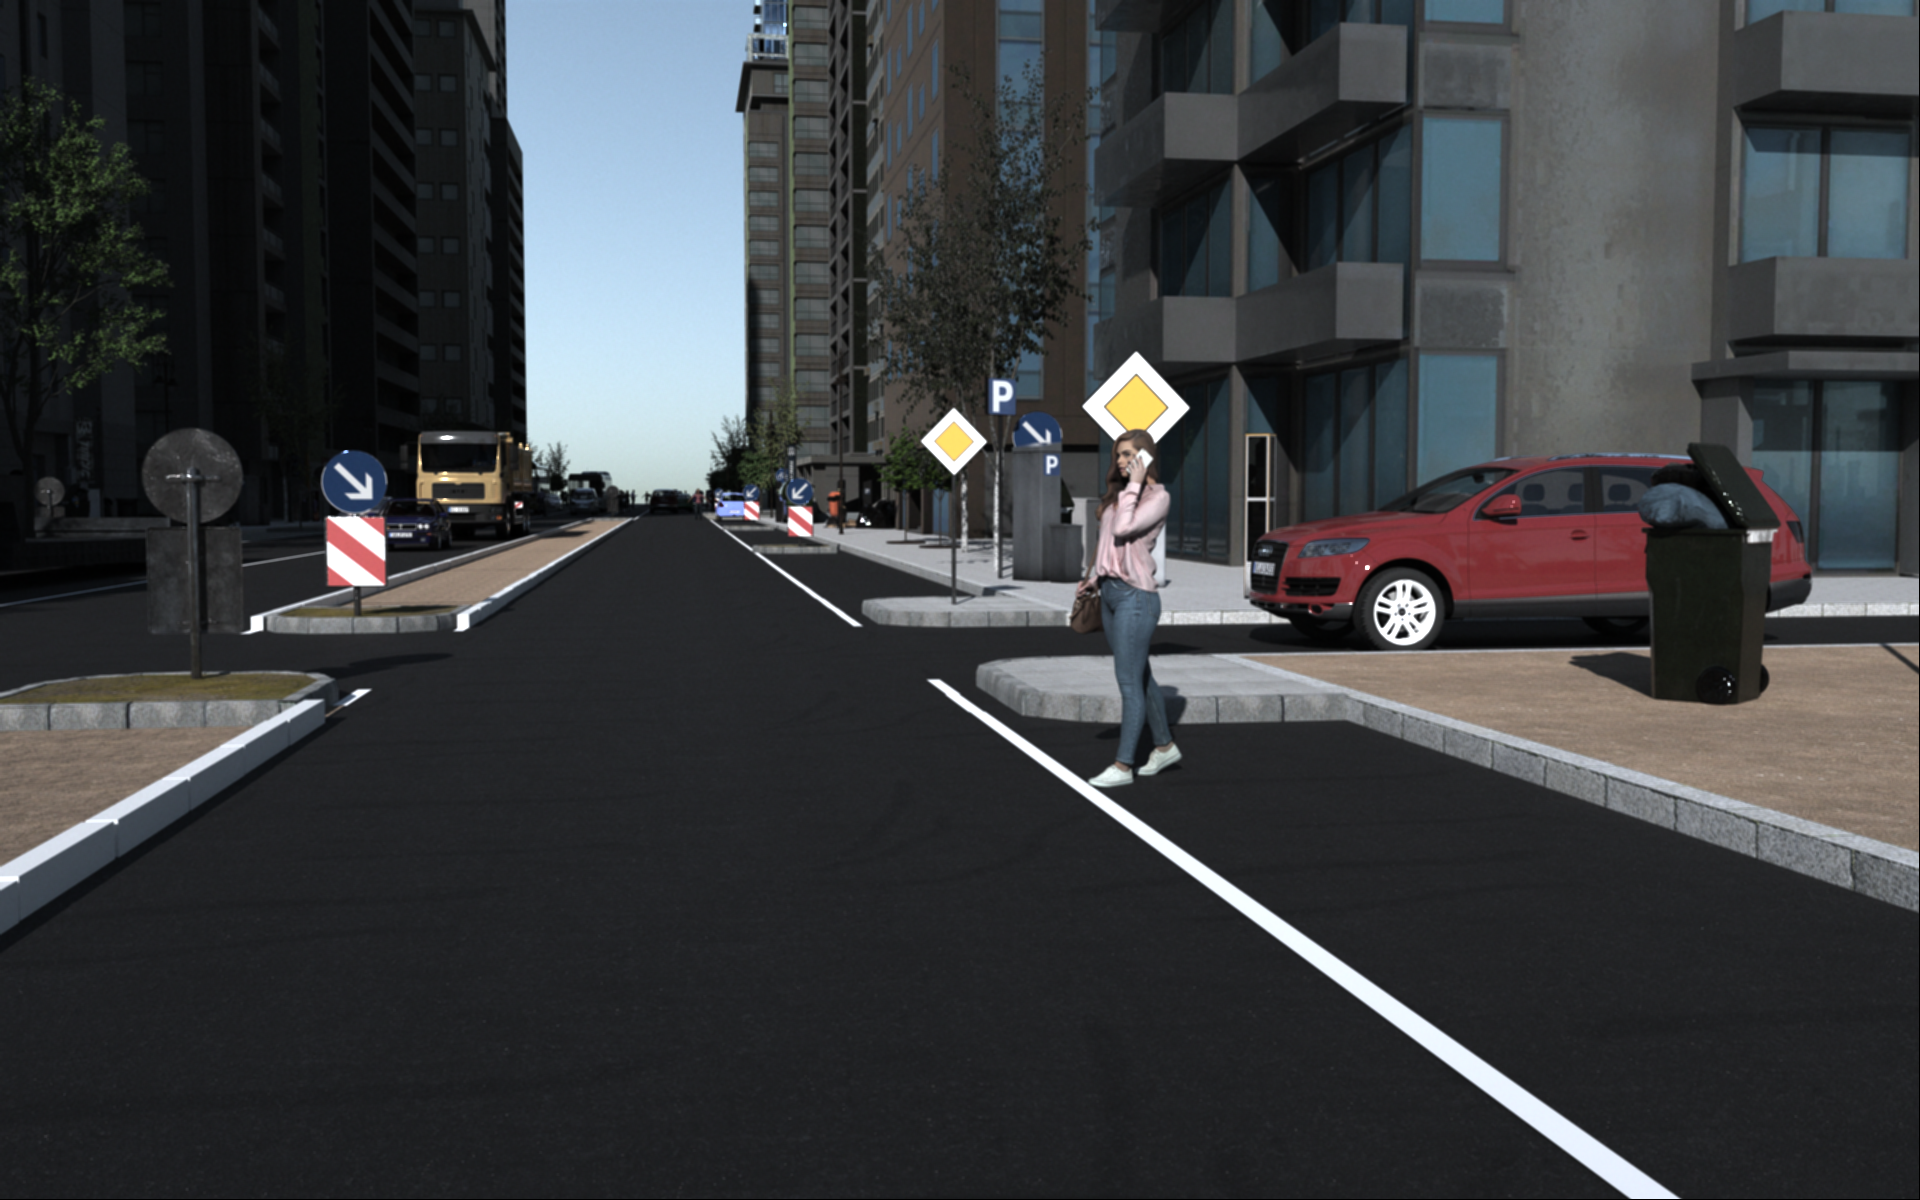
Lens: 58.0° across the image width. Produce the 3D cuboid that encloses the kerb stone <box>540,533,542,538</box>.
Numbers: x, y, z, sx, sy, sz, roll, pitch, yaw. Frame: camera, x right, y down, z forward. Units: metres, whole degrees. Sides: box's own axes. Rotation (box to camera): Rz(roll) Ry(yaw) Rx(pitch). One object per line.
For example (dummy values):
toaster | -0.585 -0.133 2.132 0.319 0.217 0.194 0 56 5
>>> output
kerb stone | -13.455 -2.009 55.038 0.120 0.150 1.000 -1 4 -9

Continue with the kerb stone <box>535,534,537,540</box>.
kerb stone | -13.112 -1.885 53.010 0.120 0.150 1.000 -1 4 -9

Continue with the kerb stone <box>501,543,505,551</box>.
kerb stone | -11.454 -1.267 42.910 0.120 0.150 1.000 -1 4 -9

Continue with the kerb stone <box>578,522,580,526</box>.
kerb stone | -16.948 -3.307 76.263 0.120 0.150 1.000 -1 4 -9

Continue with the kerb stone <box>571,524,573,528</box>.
kerb stone | -16.119 -2.998 71.210 0.120 0.150 1.000 -1 4 -9

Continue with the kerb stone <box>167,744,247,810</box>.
kerb stone | -3.622 0.849 8.317 0.120 0.150 1.000 -1 4 -9

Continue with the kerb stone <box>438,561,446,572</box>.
kerb stone | -9.609 -0.586 31.785 0.120 0.150 1.000 -1 4 -9

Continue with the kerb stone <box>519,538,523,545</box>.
kerb stone | -12.289 -1.576 47.959 0.120 0.150 1.000 -1 4 -9

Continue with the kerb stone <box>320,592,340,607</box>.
kerb stone | -7.953 0.032 21.671 0.120 0.150 1.000 -1 4 -9

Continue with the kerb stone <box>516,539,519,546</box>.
kerb stone | -12.120 -1.513 46.951 0.120 0.150 1.000 -1 4 -9

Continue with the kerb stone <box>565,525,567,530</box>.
kerb stone | -15.449 -2.750 67.177 0.120 0.150 1.000 -1 4 -9

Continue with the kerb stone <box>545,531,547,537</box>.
kerb stone | -13.786 -2.127 57.055 0.120 0.150 1.000 -1 4 -9

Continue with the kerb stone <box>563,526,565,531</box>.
kerb stone | -15.285 -2.689 66.169 0.120 0.150 1.000 -1 4 -9

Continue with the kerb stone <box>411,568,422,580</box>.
kerb stone | -9.117 -0.398 28.756 0.120 0.150 1.000 -1 4 -9

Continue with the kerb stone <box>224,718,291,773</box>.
kerb stone | -3.792 0.787 9.329 0.120 0.150 1.000 -1 4 -9

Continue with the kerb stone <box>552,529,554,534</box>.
kerb stone | -14.289 -2.318 60.102 0.120 0.150 1.000 -1 4 -9

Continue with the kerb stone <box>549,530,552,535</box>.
kerb stone | -14.119 -2.257 59.090 0.120 0.150 1.000 -1 4 -9

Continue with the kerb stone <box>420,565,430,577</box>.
kerb stone | -9.287 -0.463 29.763 0.120 0.150 1.000 -1 4 -9

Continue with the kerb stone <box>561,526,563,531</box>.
kerb stone | -15.123 -2.626 65.160 0.120 0.150 1.000 -1 4 -9

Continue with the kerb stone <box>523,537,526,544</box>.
kerb stone | -12.457 -1.637 48.967 0.120 0.150 1.000 -1 4 -9

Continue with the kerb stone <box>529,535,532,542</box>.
kerb stone | -12.782 -1.761 50.988 0.120 0.150 1.000 -1 4 -9

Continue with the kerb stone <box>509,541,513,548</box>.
kerb stone | -11.782 -1.390 44.931 0.120 0.150 1.000 -1 4 -9

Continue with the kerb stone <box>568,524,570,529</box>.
kerb stone | -15.784 -2.875 69.194 0.120 0.150 1.000 -1 4 -9

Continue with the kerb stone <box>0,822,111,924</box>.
kerb stone | -3.295 0.973 6.292 0.120 0.150 1.000 -1 4 -9

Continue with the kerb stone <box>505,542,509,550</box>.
kerb stone | -11.620 -1.329 43.922 0.120 0.150 1.000 -1 4 -9

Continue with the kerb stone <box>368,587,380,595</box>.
kerb stone | -8.457 -0.154 24.707 0.120 0.150 1.000 -1 4 -9

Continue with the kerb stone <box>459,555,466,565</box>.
kerb stone | -10.116 -0.772 34.826 0.120 0.150 1.000 -1 4 -9

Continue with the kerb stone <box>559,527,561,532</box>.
kerb stone | -14.958 -2.566 64.143 0.120 0.150 1.000 -1 4 -9

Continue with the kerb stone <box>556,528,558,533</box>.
kerb stone | -14.617 -2.442 62.128 0.120 0.150 1.000 -1 4 -9

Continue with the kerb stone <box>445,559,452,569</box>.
kerb stone | -9.793 -0.643 32.801 0.120 0.150 1.000 -1 4 -9

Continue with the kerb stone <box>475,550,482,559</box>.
kerb stone | -10.620 -0.954 37.857 0.120 0.150 1.000 -1 4 -9

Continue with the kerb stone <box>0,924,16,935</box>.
kerb stone | -3.124 1.041 5.284 0.120 0.150 1.000 -1 4 -9

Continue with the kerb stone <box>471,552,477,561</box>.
kerb stone | -10.456 -0.893 36.841 0.120 0.150 1.000 -1 4 -9

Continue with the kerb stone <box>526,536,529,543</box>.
kerb stone | -12.621 -1.699 49.979 0.120 0.150 1.000 -1 4 -9

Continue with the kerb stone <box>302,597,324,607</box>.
kerb stone | -7.786 0.094 20.663 0.120 0.150 1.000 -1 4 -9

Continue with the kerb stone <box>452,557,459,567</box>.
kerb stone | -9.949 -0.711 33.814 0.120 0.150 1.000 -1 4 -9

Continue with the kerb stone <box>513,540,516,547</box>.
kerb stone | -11.952 -1.452 45.942 0.120 0.150 1.000 -1 4 -9

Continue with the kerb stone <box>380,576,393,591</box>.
kerb stone | -8.611 -0.216 25.725 0.120 0.150 1.000 -1 4 -9

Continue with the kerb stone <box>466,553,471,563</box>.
kerb stone | -10.284 -0.832 35.834 0.120 0.150 1.000 -1 4 -9

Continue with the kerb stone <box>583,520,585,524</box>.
kerb stone | -17.613 -3.554 80.307 0.120 0.150 1.000 -1 4 -9

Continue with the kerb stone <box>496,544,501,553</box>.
kerb stone | -11.288 -1.205 41.902 0.120 0.150 1.000 -1 4 -9

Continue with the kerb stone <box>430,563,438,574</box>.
kerb stone | -9.457 -0.525 30.774 0.120 0.150 1.000 -1 4 -9

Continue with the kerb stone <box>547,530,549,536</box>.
kerb stone | -13.957 -2.192 58.077 0.120 0.150 1.000 -1 4 -9

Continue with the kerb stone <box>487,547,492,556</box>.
kerb stone | -10.957 -1.082 39.878 0.120 0.150 1.000 -1 4 -9

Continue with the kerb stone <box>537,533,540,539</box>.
kerb stone | -13.285 -1.945 54.020 0.120 0.150 1.000 -1 4 -9

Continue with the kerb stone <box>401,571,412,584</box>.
kerb stone | -8.955 -0.339 27.740 0.120 0.150 1.000 -1 4 -9

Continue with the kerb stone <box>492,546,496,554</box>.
kerb stone | -11.119 -1.144 40.893 0.120 0.150 1.000 -1 4 -9

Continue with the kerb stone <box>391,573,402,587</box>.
kerb stone | -8.786 -0.275 26.732 0.120 0.150 1.000 -1 4 -9

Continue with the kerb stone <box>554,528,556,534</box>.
kerb stone | -14.460 -2.378 61.117 0.120 0.150 1.000 -1 4 -9

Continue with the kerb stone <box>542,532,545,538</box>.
kerb stone | -13.617 -2.070 56.047 0.120 0.150 1.000 -1 4 -9

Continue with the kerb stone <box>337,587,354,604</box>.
kerb stone | -8.120 -0.029 22.680 0.120 0.150 1.000 -1 4 -9

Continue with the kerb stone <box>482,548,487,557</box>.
kerb stone | -10.791 -1.020 38.870 0.120 0.150 1.000 -1 4 -9

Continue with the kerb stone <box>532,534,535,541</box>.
kerb stone | -12.949 -1.823 51.997 0.120 0.150 1.000 -1 4 -9

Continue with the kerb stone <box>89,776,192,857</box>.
kerb stone | -3.457 0.911 7.308 0.120 0.150 1.000 -1 4 -9

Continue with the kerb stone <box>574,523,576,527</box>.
kerb stone | -16.451 -3.120 73.238 0.120 0.150 1.000 -1 4 -9

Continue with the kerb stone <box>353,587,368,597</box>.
kerb stone | -8.286 -0.092 23.692 0.120 0.150 1.000 -1 4 -9
